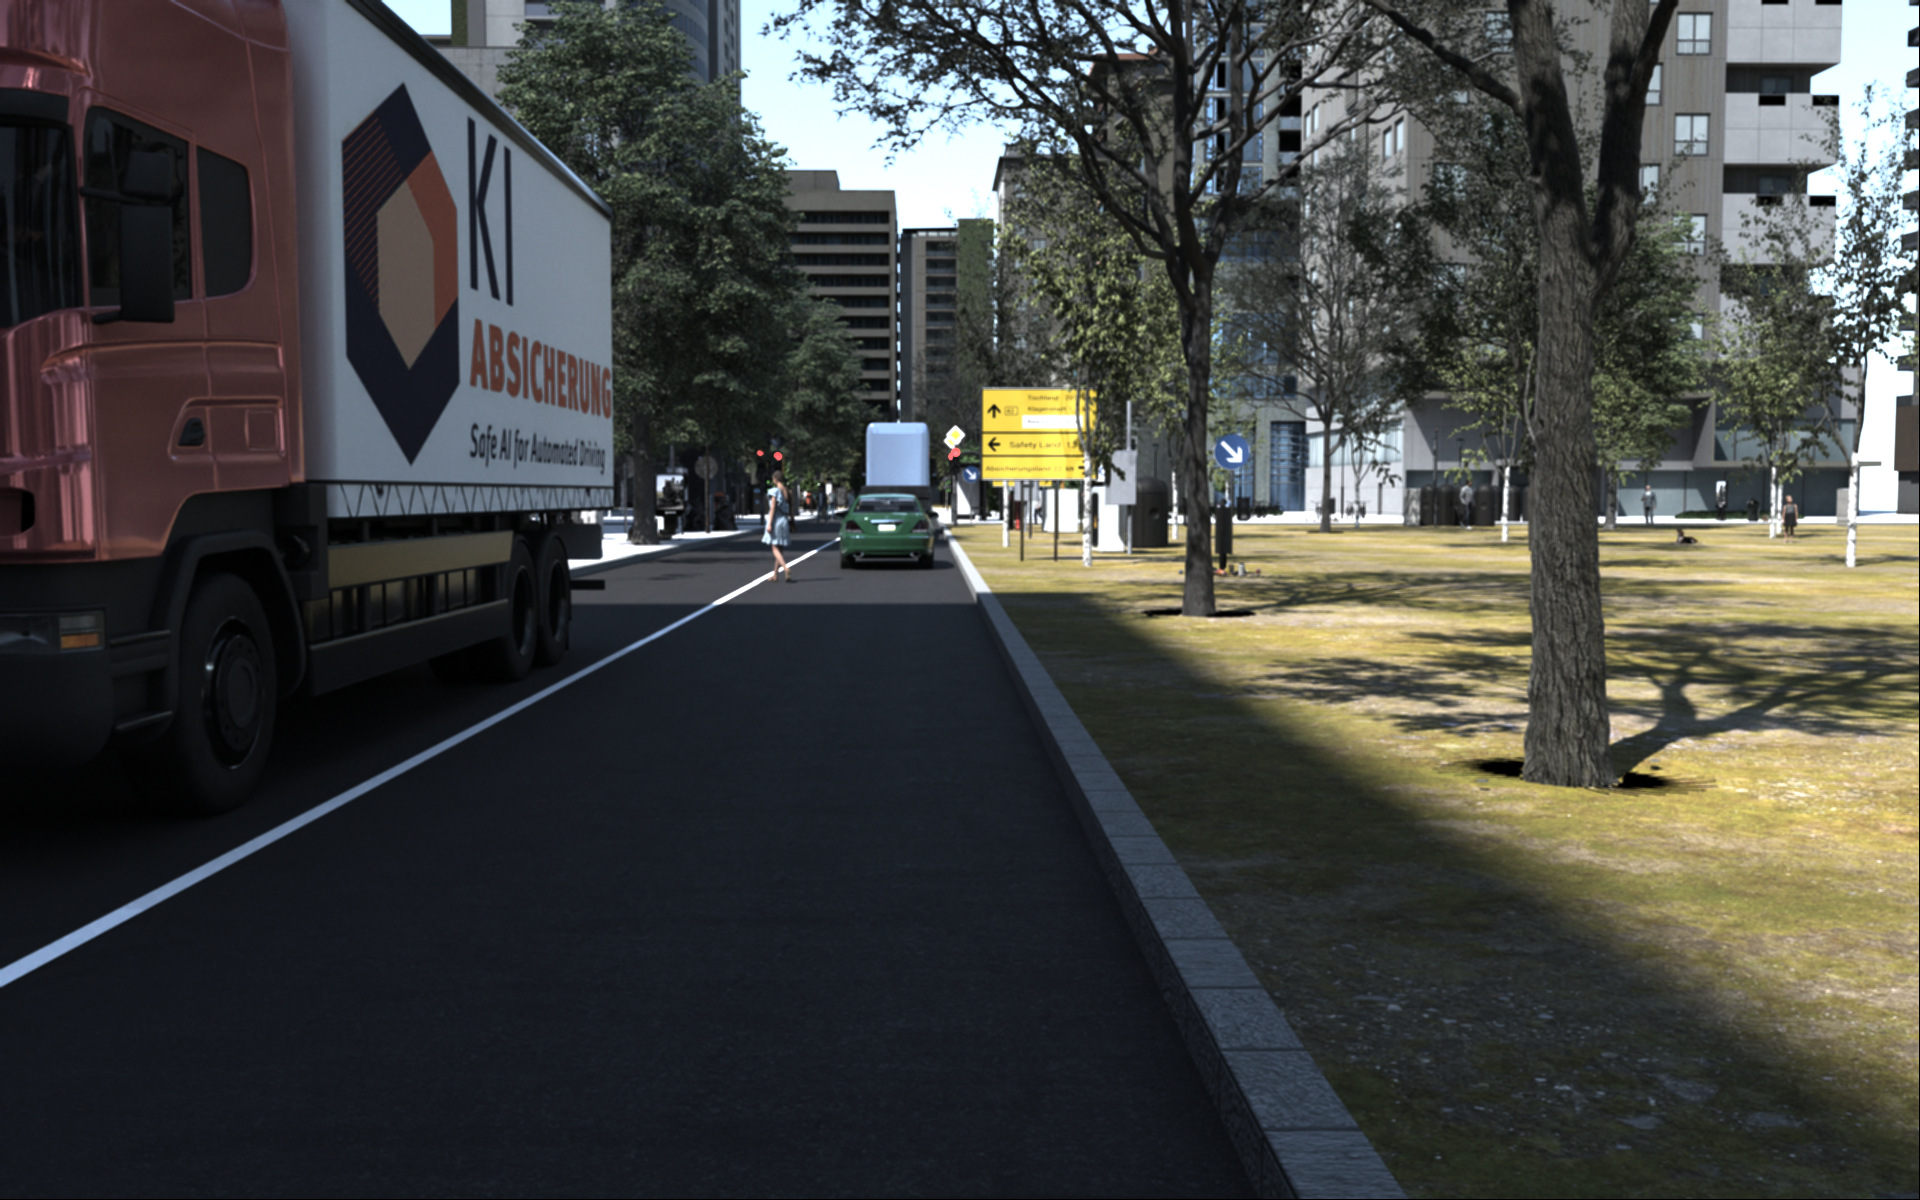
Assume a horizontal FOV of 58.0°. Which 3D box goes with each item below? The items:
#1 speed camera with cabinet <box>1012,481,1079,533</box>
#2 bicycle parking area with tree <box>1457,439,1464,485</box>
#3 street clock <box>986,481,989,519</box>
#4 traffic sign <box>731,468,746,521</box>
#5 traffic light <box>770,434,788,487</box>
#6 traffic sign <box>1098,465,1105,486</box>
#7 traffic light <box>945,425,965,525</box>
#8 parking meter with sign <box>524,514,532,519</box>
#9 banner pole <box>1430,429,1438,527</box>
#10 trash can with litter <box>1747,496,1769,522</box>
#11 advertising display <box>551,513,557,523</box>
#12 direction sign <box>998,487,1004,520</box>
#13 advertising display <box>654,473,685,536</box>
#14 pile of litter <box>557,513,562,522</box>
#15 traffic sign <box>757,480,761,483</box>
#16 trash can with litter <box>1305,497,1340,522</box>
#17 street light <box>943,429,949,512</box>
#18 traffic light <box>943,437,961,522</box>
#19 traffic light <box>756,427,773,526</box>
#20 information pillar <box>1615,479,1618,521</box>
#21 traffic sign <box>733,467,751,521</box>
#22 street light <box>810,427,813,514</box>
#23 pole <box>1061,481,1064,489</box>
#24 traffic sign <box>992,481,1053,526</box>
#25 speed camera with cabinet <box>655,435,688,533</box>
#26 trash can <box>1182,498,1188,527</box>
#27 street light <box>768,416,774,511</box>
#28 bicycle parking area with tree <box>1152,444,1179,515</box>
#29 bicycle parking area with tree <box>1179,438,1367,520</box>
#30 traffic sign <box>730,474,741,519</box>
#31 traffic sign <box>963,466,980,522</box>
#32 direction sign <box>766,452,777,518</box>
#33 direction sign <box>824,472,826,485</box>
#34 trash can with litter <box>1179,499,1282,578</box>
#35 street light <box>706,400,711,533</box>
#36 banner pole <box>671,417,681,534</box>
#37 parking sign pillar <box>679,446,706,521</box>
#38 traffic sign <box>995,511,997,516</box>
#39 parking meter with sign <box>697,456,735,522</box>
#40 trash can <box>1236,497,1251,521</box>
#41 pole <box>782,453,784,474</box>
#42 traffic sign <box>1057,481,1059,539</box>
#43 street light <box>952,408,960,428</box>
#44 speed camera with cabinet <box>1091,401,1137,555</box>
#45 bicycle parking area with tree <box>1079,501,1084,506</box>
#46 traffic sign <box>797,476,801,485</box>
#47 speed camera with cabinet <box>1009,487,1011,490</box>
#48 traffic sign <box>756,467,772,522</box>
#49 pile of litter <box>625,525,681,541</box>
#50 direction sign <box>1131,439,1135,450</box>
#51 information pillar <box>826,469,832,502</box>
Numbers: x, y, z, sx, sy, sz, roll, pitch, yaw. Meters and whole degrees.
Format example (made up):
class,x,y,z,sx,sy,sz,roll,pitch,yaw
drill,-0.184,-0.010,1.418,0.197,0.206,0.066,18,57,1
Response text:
class,x,y,z,sx,sy,sz,roll,pitch,yaw
speed camera with cabinet,2.854,-3.826,56.885,2.038,3.252,0.660,0,4,-4
bicycle parking area with tree,28.366,-6.243,89.079,8.231,4.147,9.016,2,4,31
street clock,1.286,-5.273,90.787,0.471,2.002,0.358,-3,5,-41
traffic sign,-10.689,-5.101,83.506,0.768,2.556,0.104,1,4,8
traffic light,-8.221,-5.483,78.563,0.839,4.253,0.868,0,4,-1
traffic sign,4.933,-3.493,59.240,0.606,2.300,0.079,0,4,8
traffic light,-0.197,-5.005,70.756,0.839,4.253,0.868,0,4,-1
parking meter with sign,-17.737,-4.544,70.562,0.543,3.016,1.738,0,4,-5
banner pole,18.362,-4.707,66.971,0.401,3.779,0.863,0,4,6
trash can with litter,37.249,-4.241,80.727,1.055,1.170,0.624,1,4,22
advertising display,-16.758,-4.037,71.220,0.974,1.923,0.123,0,4,-5
direction sign,2.045,-5.679,84.845,0.876,3.537,0.379,-1,4,-20
advertising display,-8.974,-2.952,53.483,0.974,1.923,0.123,-2,4,-32
pile of litter,-18.519,-4.031,79.869,1.719,0.858,1.176,-2,4,-35
traffic sign,-9.780,-5.273,86.316,0.768,2.556,0.104,0,4,5
trash can with litter,16.860,-4.276,80.969,2.233,1.210,1.678,0,4,2
street light,-0.886,-9.200,123.211,0.468,5.910,1.993,0,4,-1
traffic light,-0.362,-5.494,78.740,0.839,4.253,0.868,0,4,-1
traffic light,-8.057,-4.994,70.579,0.839,4.253,0.868,0,4,-1
information pillar,31.281,-4.799,82.953,0.304,2.012,0.304,-2,4,-26
traffic sign,-10.467,-5.085,83.138,0.884,2.594,0.081,0,4,3
street light,-9.305,-8.313,108.703,0.468,5.910,1.993,0,4,-1
pole,4.718,-5.257,79.795,0.158,3.312,0.155,0,3,0
traffic sign,2.292,-4.265,63.606,2.265,3.308,0.079,0,4,3
speed camera with cabinet,-9.588,-3.871,57.627,0.660,3.252,2.038,0,4,7
trash can,9.076,-3.448,68.032,0.748,1.137,0.748,0,3,0
street light,-8.673,-6.484,78.797,0.468,5.910,1.993,0,4,-1
bicycle parking area with tree,13.349,-6.791,98.043,9.016,4.147,8.231,-3,4,-36
bicycle parking area with tree,16.946,-6.232,88.900,8.231,4.147,9.016,2,4,30
traffic sign,-11.609,-5.365,89.848,0.606,2.300,0.079,0,4,0
traffic sign,0.505,-4.781,78.279,0.768,2.556,0.104,0,4,6
direction sign,-10.182,-6.166,92.816,0.876,3.537,0.379,-3,5,-41
direction sign,-11.136,-9.428,146.137,0.876,3.537,0.379,2,4,30
trash can with litter,4.355,-1.018,27.707,1.678,1.210,2.233,1,4,14
street light,-8.212,-5.108,56.307,0.468,5.910,1.993,0,4,-1
banner pole,-9.200,-4.010,55.574,0.401,3.779,0.863,-1,4,-11
parking sign pillar,-12.793,-5.768,82.774,1.447,3.967,1.447,-1,4,-23
traffic sign,2.063,-6.048,98.993,0.768,2.556,0.104,0,4,3
parking meter with sign,-11.244,-5.124,80.037,1.738,3.016,0.543,1,4,15
trash can,13.465,-4.325,82.368,0.748,1.137,0.748,0,3,0
pole,-8.881,-5.659,86.371,0.158,3.312,0.155,0,3,0
traffic sign,2.766,-2.869,49.034,0.606,2.300,0.079,0,4,6
street light,-0.234,-7.371,93.306,0.468,5.910,1.993,0,4,-1
speed camera with cabinet,3.312,-2.635,37.421,0.660,3.252,2.038,0,4,-7
bicycle parking area with tree,10.240,-8.797,130.835,9.016,4.147,8.231,0,4,2
traffic sign,-11.055,-7.096,116.127,0.768,2.556,0.104,0,4,2
speed camera with cabinet,3.210,-5.386,82.390,2.038,3.252,0.660,-1,4,-20
traffic sign,-9.134,-4.927,80.666,0.768,2.556,0.104,0,4,2
pile of litter,-8.515,-2.085,48.057,1.719,0.858,1.176,-2,4,-27
direction sign,7.057,-4.846,71.224,0.379,3.537,0.876,1,4,21
information pillar,-10.899,-9.345,144.153,0.504,3.616,0.183,0,4,-2
